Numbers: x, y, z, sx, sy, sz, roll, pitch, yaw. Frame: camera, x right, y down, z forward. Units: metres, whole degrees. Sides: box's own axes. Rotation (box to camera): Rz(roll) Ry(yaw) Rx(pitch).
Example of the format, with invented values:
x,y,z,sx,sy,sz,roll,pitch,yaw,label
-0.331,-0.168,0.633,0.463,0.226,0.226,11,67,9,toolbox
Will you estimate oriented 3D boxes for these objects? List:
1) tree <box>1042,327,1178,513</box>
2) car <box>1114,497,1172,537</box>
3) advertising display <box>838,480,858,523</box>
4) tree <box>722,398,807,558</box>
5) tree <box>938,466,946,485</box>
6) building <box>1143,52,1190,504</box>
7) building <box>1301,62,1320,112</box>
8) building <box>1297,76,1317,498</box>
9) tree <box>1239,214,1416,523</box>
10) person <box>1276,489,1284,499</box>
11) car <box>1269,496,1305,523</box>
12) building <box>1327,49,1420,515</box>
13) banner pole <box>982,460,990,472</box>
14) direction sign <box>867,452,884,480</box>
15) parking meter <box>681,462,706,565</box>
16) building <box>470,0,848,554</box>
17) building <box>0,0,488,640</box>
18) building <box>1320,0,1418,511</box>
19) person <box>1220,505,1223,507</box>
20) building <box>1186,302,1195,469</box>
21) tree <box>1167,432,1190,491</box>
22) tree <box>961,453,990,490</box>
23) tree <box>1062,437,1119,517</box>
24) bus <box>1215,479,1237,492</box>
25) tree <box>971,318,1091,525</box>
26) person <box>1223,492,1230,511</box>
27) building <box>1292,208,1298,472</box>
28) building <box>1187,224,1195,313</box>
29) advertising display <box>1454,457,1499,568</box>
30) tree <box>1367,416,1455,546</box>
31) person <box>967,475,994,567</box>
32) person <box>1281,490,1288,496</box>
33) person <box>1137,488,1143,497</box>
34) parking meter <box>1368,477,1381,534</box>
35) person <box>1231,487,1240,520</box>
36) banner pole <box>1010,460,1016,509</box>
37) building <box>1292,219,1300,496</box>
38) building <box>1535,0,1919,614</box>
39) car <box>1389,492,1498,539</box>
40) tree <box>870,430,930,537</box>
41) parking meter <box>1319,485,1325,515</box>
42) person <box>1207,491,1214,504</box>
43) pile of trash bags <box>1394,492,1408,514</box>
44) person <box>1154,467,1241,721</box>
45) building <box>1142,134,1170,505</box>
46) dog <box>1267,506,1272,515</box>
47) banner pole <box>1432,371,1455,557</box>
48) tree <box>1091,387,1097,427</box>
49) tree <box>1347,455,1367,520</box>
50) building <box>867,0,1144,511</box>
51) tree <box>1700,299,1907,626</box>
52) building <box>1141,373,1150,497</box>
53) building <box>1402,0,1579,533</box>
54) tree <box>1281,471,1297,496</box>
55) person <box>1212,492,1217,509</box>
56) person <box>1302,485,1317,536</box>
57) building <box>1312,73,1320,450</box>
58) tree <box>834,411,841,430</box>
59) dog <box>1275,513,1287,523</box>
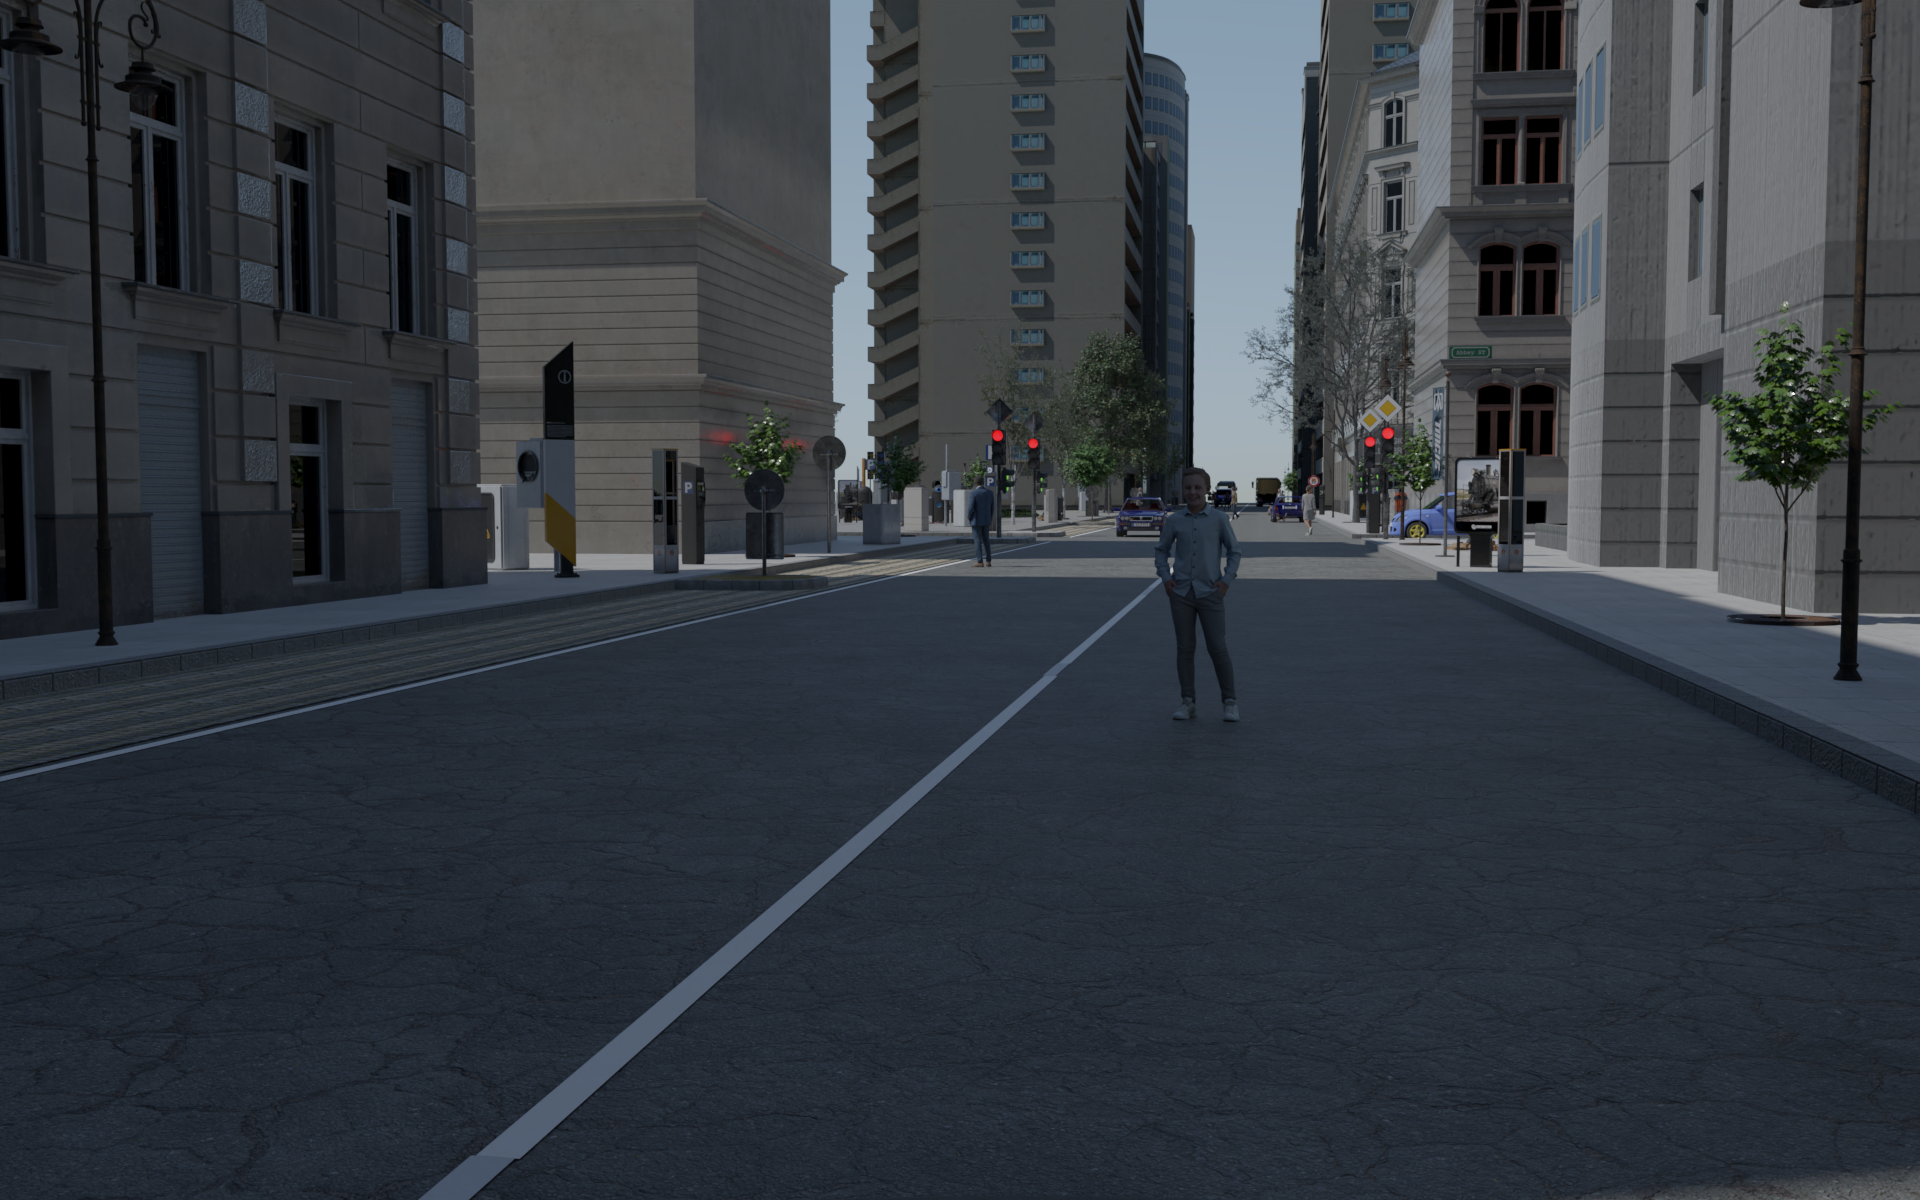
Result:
x,y,z,sx,sy,sz,roll,pitch,yaw,label
10.231,-12.331,118.614,9.611,12.733,9.660,0,3,0,tree
6.241,-2.837,58.972,1.945,1.354,3.894,0,4,8,car
-5.013,-4.422,77.507,0.974,1.923,0.123,-2,4,-30,advertising display
-4.008,-2.483,35.204,1.663,3.219,1.824,0,3,0,tree
-1.077,-7.715,120.737,1.663,3.219,1.824,0,3,0,tree
19.183,-42.147,231.100,21.231,58.520,28.212,1,4,10,building
57.037,-42.453,236.112,21.231,58.520,28.212,1,4,10,building
48.641,-34.732,191.565,21.300,48.544,21.600,1,4,10,building
17.541,-10.188,76.939,12.009,13.543,11.850,0,3,0,tree
21.072,-6.445,114.270,0.834,1.777,0.661,-3,5,-44,person
16.783,-4.646,88.544,1.945,1.354,3.894,1,4,8,car
32.091,-20.206,106.781,17.030,29.872,44.131,1,4,10,building
1.705,-7.673,115.462,0.863,3.779,0.401,0,4,-8,banner pole
-4.506,-6.137,92.339,0.876,3.537,0.379,0,4,-8,direction sign
-4.859,-1.581,31.563,0.399,1.863,0.255,2,4,28,parking meter
-20.998,-13.851,45.545,34.723,24.649,14.460,1,4,10,building
-14.377,-13.195,12.998,12.463,27.353,25.104,1,4,10,building
40.237,-31.605,140.443,21.300,48.544,21.600,1,4,10,building
29.183,-11.278,193.608,0.721,1.735,1.217,3,5,44,person
28.641,-30.243,266.172,14.160,30.474,14.107,1,4,10,building
24.892,-15.470,203.293,4.737,8.622,4.395,0,3,0,tree
0.756,-5.327,81.699,1.663,3.219,1.824,0,3,0,tree
7.400,-7.044,98.881,4.285,4.588,4.351,0,3,0,tree
36.432,-14.794,236.739,2.948,3.499,13.247,1,4,9,bus
2.389,-7.443,72.059,4.360,8.622,3.978,0,3,0,tree
22.497,-8.329,146.153,0.593,1.643,0.415,-1,4,-9,person
63.917,-39.818,274.725,21.300,48.544,21.600,1,4,10,building
30.573,-38.508,279.723,14.600,45.320,14.200,1,4,10,building
9.106,-1.529,30.216,0.974,1.923,0.123,3,5,40,advertising display
11.427,-2.988,43.460,1.663,3.219,1.824,0,3,0,tree
0.426,-1.548,33.991,0.721,1.800,0.419,-3,5,-41,person
29.259,-9.015,156.431,0.750,1.759,0.617,-1,4,-12,person
9.980,-5.287,95.338,0.834,1.777,0.661,1,4,12,person
13.395,-3.077,56.023,0.399,1.863,0.255,1,4,14,parking meter
15.455,-5.456,97.618,0.836,1.842,0.656,-3,5,-42,person
3.846,-8.310,125.885,0.401,3.779,0.863,-2,4,-31,banner pole
56.878,-35.137,258.090,14.154,41.232,14.086,1,4,10,building
21.930,-29.778,28.872,21.231,58.520,28.212,1,4,10,building
14.967,-2.637,52.709,3.694,1.707,1.945,1,4,9,car
-1.973,-3.527,52.261,1.663,3.219,1.824,0,3,0,tree
22.295,-6.173,106.633,0.255,1.863,0.399,2,4,31,parking meter
29.737,-11.926,203.486,1.348,1.824,0.705,1,4,16,person
21.027,-4.163,77.817,1.912,1.369,3.447,-3,5,-45,pile of trash bags
1.510,-0.045,11.044,0.589,1.601,0.330,2,4,25,person
15.828,-31.152,192.937,14.154,41.232,14.086,1,4,10,building
20.942,-6.156,117.491,0.800,0.831,0.513,0,4,-8,dog
9.883,-2.787,35.577,0.401,3.779,0.863,-1,4,-12,banner pole
5.298,-8.576,90.574,4.360,8.622,3.978,0,3,0,tree
19.975,-5.577,85.787,1.663,3.219,1.824,0,3,0,tree
3.954,-31.901,145.288,21.300,48.544,21.600,1,4,10,building
8.197,-1.392,17.354,1.663,3.219,1.824,0,3,0,tree
8.020,-52.440,170.068,22.319,86.520,31.000,1,4,10,building
28.208,-16.771,61.589,23.554,28.519,14.401,1,4,10,building
42.162,-14.392,219.024,4.285,4.588,4.351,0,3,0,tree
21.232,-8.219,144.344,0.415,1.643,0.593,-1,4,-17,person
12.032,-3.079,59.584,0.466,1.731,0.760,-1,4,-10,person
45.249,-31.231,165.253,22.147,44.769,28.867,1,4,10,building
-9.129,-9.093,99.028,4.360,8.622,3.978,0,3,0,tree
15.700,-3.999,84.679,0.406,0.507,0.540,2,4,31,dog
